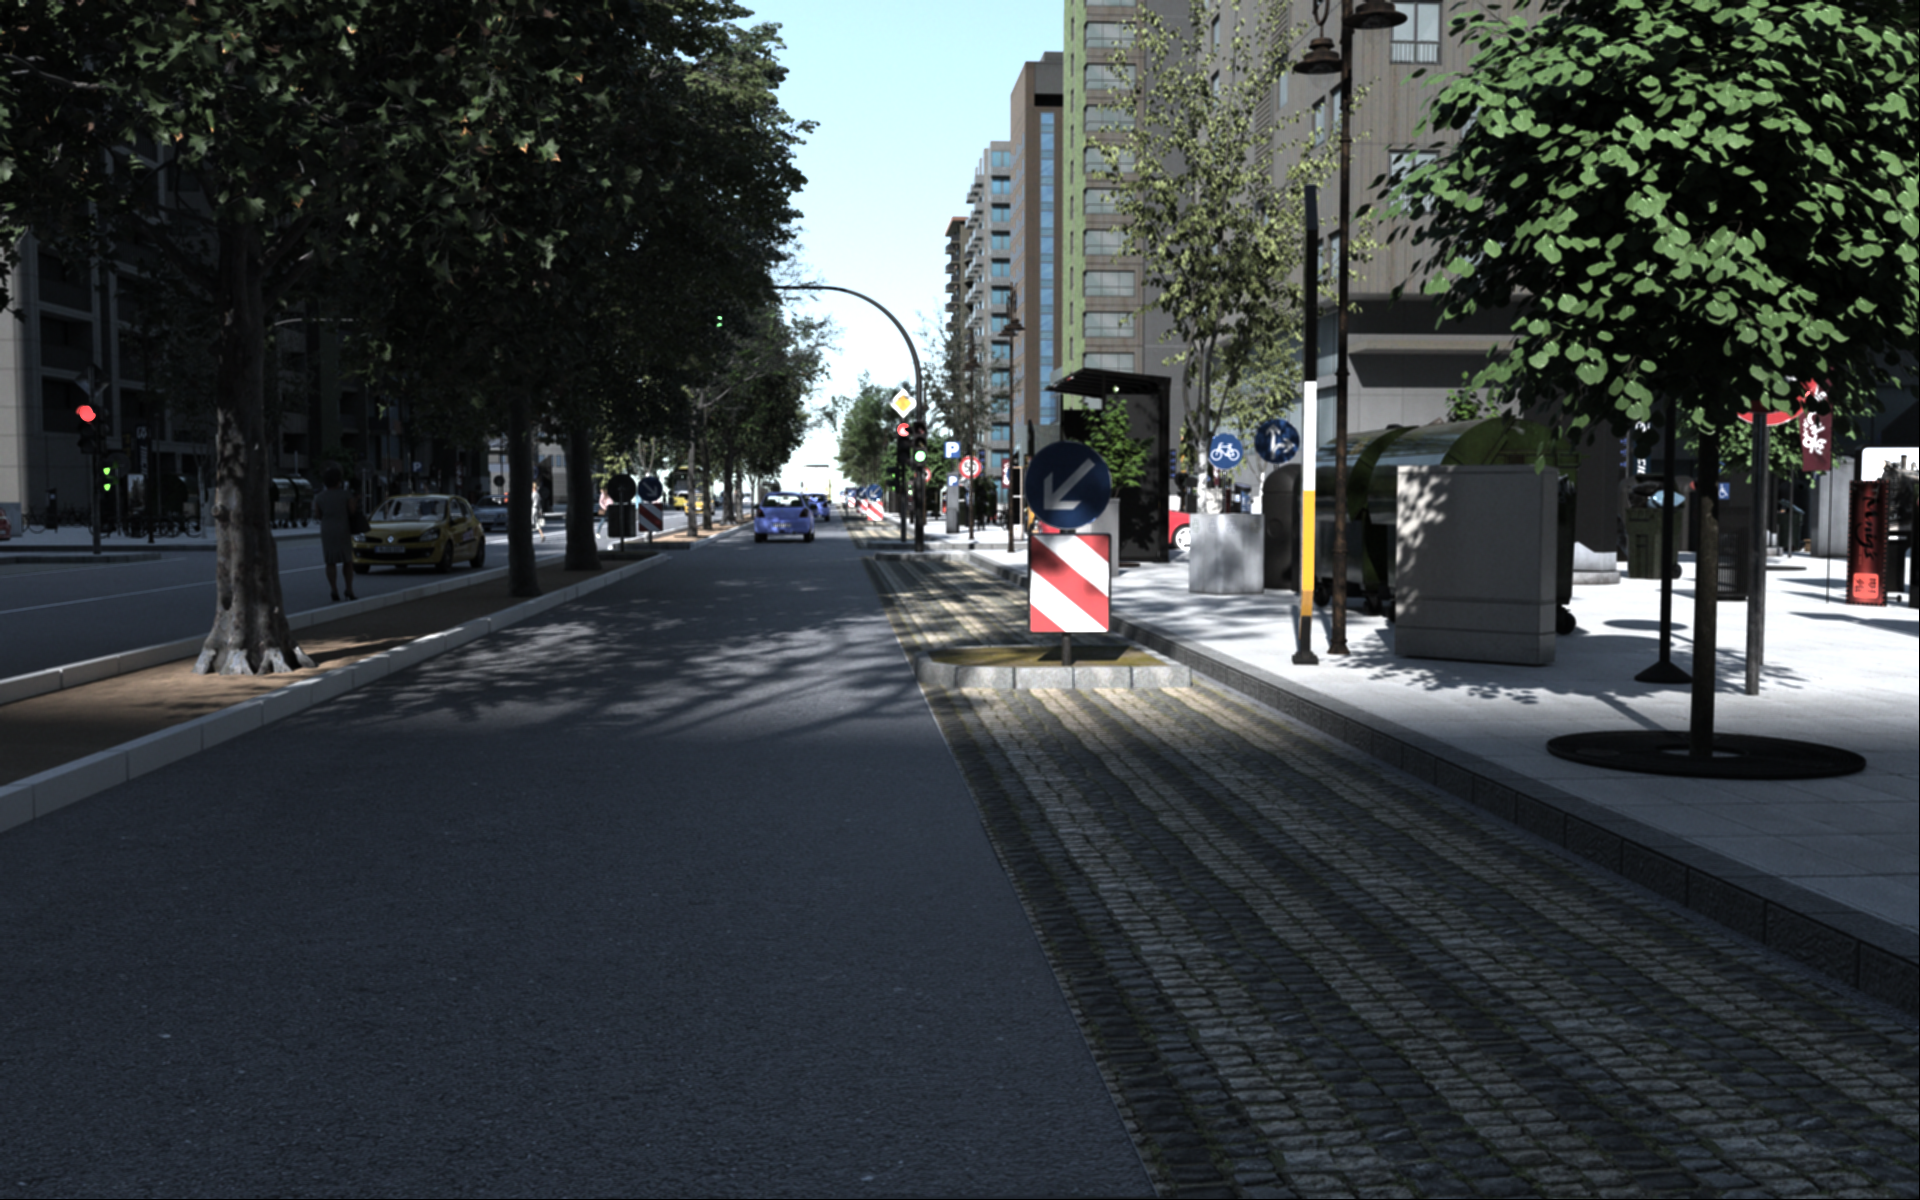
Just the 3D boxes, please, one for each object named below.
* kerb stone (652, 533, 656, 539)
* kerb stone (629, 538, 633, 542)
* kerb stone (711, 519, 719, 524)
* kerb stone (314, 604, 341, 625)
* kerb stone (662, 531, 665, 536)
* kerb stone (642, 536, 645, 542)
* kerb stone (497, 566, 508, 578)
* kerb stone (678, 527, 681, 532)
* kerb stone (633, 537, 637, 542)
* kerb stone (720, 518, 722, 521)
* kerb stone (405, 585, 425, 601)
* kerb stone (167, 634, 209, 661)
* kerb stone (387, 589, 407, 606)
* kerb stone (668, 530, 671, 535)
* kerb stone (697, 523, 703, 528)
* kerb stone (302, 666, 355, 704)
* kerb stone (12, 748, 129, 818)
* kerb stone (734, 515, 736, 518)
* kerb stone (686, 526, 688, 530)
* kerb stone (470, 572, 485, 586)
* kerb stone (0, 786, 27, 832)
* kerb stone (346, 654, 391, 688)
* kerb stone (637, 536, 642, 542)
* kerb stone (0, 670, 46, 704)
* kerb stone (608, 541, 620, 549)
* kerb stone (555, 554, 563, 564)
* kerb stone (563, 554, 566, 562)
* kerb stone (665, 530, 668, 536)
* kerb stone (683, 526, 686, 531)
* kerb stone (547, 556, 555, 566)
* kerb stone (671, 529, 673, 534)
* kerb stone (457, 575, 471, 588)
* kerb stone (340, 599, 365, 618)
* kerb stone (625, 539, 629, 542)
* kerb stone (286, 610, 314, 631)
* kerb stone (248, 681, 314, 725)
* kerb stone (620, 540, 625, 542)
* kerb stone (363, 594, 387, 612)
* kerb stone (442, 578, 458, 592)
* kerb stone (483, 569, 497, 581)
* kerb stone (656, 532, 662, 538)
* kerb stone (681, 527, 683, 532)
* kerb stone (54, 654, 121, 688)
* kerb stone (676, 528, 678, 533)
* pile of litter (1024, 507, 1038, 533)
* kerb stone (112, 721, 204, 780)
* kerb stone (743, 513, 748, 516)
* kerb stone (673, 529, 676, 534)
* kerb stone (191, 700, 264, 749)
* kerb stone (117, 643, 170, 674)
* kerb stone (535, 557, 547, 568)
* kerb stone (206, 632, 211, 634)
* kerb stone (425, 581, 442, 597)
[{"bbox_3d":[-9.774,-1.974,54.520,0.120,0.150,1.000,0,4,-4],"label":"kerb stone"},{"bbox_3d":[-9.319,-1.602,48.387,0.120,0.150,1.000,0,4,-4],"label":"kerb stone"},{"bbox_3d":[-12.083,-3.852,85.221,0.120,0.150,1.000,0,4,-4],"label":"kerb stone"},{"bbox_3d":[-7.123,0.178,19.289,0.120,0.150,1.000,0,4,-4],"label":"kerb stone"},{"bbox_3d":[-10.002,-2.162,57.583,0.120,0.150,1.000,0,4,-4],"label":"kerb stone"},{"bbox_3d":[-9.537,-1.788,51.459,0.120,0.150,1.000,0,4,-4],"label":"kerb stone"},{"bbox_3d":[-7.898,-0.446,29.504,0.120,0.150,1.000,0,4,-4],"label":"kerb stone"},{"bbox_3d":[-10.456,-2.539,63.711,0.120,0.150,1.000,0,4,-4],"label":"kerb stone"},{"bbox_3d":[-9.393,-1.658,49.418,0.120,0.150,1.000,0,4,-4],"label":"kerb stone"},{"bbox_3d":[-12.232,-3.979,87.259,0.120,0.150,1.000,0,4,-4],"label":"kerb stone"},{"bbox_3d":[-7.432,-0.072,23.383,0.120,0.150,1.000,0,4,-4],"label":"kerb stone"},{"bbox_3d":[-6.829,0.432,15.202,0.120,0.150,1.000,0,4,-4],"label":"kerb stone"},{"bbox_3d":[-7.359,-0.001,22.360,0.120,0.150,1.000,0,4,-4],"label":"kerb stone"},{"bbox_3d":[-10.156,-2.289,59.626,0.120,0.150,1.000,0,4,-4],"label":"kerb stone"},{"bbox_3d":[-11.386,-3.290,76.003,0.120,0.150,1.000,0,4,-4],"label":"kerb stone"},{"bbox_3d":[-4.493,0.609,12.241,0.120,0.150,1.000,0,4,-4],"label":"kerb stone"},{"bbox_3d":[-4.186,0.859,8.147,0.120,0.150,1.000,0,4,-4],"label":"kerb stone"},{"bbox_3d":[-13.690,-5.167,106.700,0.120,0.150,1.000,0,4,-4],"label":"kerb stone"},{"bbox_3d":[-10.697,-2.727,66.774,0.120,0.150,1.000,0,4,-4],"label":"kerb stone"},{"bbox_3d":[-7.736,-0.322,27.465,0.120,0.150,1.000,0,4,-4],"label":"kerb stone"},{"bbox_3d":[-4.107,0.922,7.128,0.120,0.150,1.000,0,4,-4],"label":"kerb stone"},{"bbox_3d":[-4.567,0.551,13.268,0.120,0.150,1.000,0,4,-4],"label":"kerb stone"},{"bbox_3d":[-9.464,-1.725,50.437,0.120,0.150,1.000,0,4,-4],"label":"kerb stone"},{"bbox_3d":[-6.590,0.618,12.138,0.120,0.150,1.000,0,4,-4],"label":"kerb stone"},{"bbox_3d":[-9.084,-1.415,45.327,0.120,0.150,1.000,0,4,-4],"label":"kerb stone"},{"bbox_3d":[-8.352,-0.820,35.628,0.120,0.150,1.000,0,4,-4],"label":"kerb stone"},{"bbox_3d":[-8.433,-0.883,36.654,0.120,0.150,1.000,0,4,-4],"label":"kerb stone"},{"bbox_3d":[-10.081,-2.227,58.607,0.120,0.150,1.000,0,4,-4],"label":"kerb stone"},{"bbox_3d":[-10.619,-2.664,65.755,0.120,0.150,1.000,0,4,-4],"label":"kerb stone"},{"bbox_3d":[-8.279,-0.759,34.608,0.120,0.150,1.000,0,4,-4],"label":"kerb stone"},{"bbox_3d":[-10.231,-2.352,60.653,0.120,0.150,1.000,0,4,-4],"label":"kerb stone"},{"bbox_3d":[-7.668,-0.259,26.443,0.120,0.150,1.000,0,4,-4],"label":"kerb stone"},{"bbox_3d":[-7.204,0.115,20.312,0.120,0.150,1.000,0,4,-4],"label":"kerb stone"},{"bbox_3d":[-9.231,-1.539,47.366,0.120,0.150,1.000,0,4,-4],"label":"kerb stone"},{"bbox_3d":[-7.049,0.240,18.269,0.120,0.150,1.000,0,4,-4],"label":"kerb stone"},{"bbox_3d":[-4.414,0.671,11.221,0.120,0.150,1.000,0,4,-4],"label":"kerb stone"},{"bbox_3d":[-9.158,-1.477,46.347,0.120,0.150,1.000,0,4,-4],"label":"kerb stone"},{"bbox_3d":[-7.281,0.053,21.332,0.120,0.150,1.000,0,4,-4],"label":"kerb stone"},{"bbox_3d":[-7.582,-0.197,25.422,0.120,0.150,1.000,0,4,-4],"label":"kerb stone"},{"bbox_3d":[-7.821,-0.385,28.484,0.120,0.150,1.000,0,4,-4],"label":"kerb stone"},{"bbox_3d":[-9.935,-2.102,56.562,0.120,0.150,1.000,0,4,-4],"label":"kerb stone"},{"bbox_3d":[-10.541,-2.601,64.729,0.120,0.150,1.000,0,4,-4],"label":"kerb stone"},{"bbox_3d":[-6.662,0.552,13.164,0.120,0.150,1.000,0,4,-4],"label":"kerb stone"},{"bbox_3d":[-10.387,-2.477,62.691,0.120,0.150,1.000,0,4,-4],"label":"kerb stone"},{"bbox_3d":[2.541,-2.661,57.470,1.176,0.858,1.719,3,4,39],"label":"pile of litter"},{"bbox_3d":[-4.261,0.797,9.170,0.120,0.150,1.000,0,4,-4],"label":"kerb stone"},{"bbox_3d":[-14.528,-5.857,117.950,0.120,0.150,1.000,0,4,-4],"label":"kerb stone"},{"bbox_3d":[-10.312,-2.408,61.673,0.120,0.150,1.000,0,4,-4],"label":"kerb stone"},{"bbox_3d":[-4.337,0.738,10.197,0.120,0.150,1.000,0,4,-4],"label":"kerb stone"},{"bbox_3d":[-6.742,0.490,14.183,0.120,0.150,1.000,0,4,-4],"label":"kerb stone"},{"bbox_3d":[-8.193,-0.697,33.587,0.120,0.150,1.000,0,4,-4],"label":"kerb stone"},{"bbox_3d":[-6.900,0.365,16.222,0.120,0.150,1.000,0,4,-4],"label":"kerb stone"},{"bbox_3d":[-7.510,-0.133,24.403,0.120,0.150,1.000,0,4,-4],"label":"kerb stone"}]
